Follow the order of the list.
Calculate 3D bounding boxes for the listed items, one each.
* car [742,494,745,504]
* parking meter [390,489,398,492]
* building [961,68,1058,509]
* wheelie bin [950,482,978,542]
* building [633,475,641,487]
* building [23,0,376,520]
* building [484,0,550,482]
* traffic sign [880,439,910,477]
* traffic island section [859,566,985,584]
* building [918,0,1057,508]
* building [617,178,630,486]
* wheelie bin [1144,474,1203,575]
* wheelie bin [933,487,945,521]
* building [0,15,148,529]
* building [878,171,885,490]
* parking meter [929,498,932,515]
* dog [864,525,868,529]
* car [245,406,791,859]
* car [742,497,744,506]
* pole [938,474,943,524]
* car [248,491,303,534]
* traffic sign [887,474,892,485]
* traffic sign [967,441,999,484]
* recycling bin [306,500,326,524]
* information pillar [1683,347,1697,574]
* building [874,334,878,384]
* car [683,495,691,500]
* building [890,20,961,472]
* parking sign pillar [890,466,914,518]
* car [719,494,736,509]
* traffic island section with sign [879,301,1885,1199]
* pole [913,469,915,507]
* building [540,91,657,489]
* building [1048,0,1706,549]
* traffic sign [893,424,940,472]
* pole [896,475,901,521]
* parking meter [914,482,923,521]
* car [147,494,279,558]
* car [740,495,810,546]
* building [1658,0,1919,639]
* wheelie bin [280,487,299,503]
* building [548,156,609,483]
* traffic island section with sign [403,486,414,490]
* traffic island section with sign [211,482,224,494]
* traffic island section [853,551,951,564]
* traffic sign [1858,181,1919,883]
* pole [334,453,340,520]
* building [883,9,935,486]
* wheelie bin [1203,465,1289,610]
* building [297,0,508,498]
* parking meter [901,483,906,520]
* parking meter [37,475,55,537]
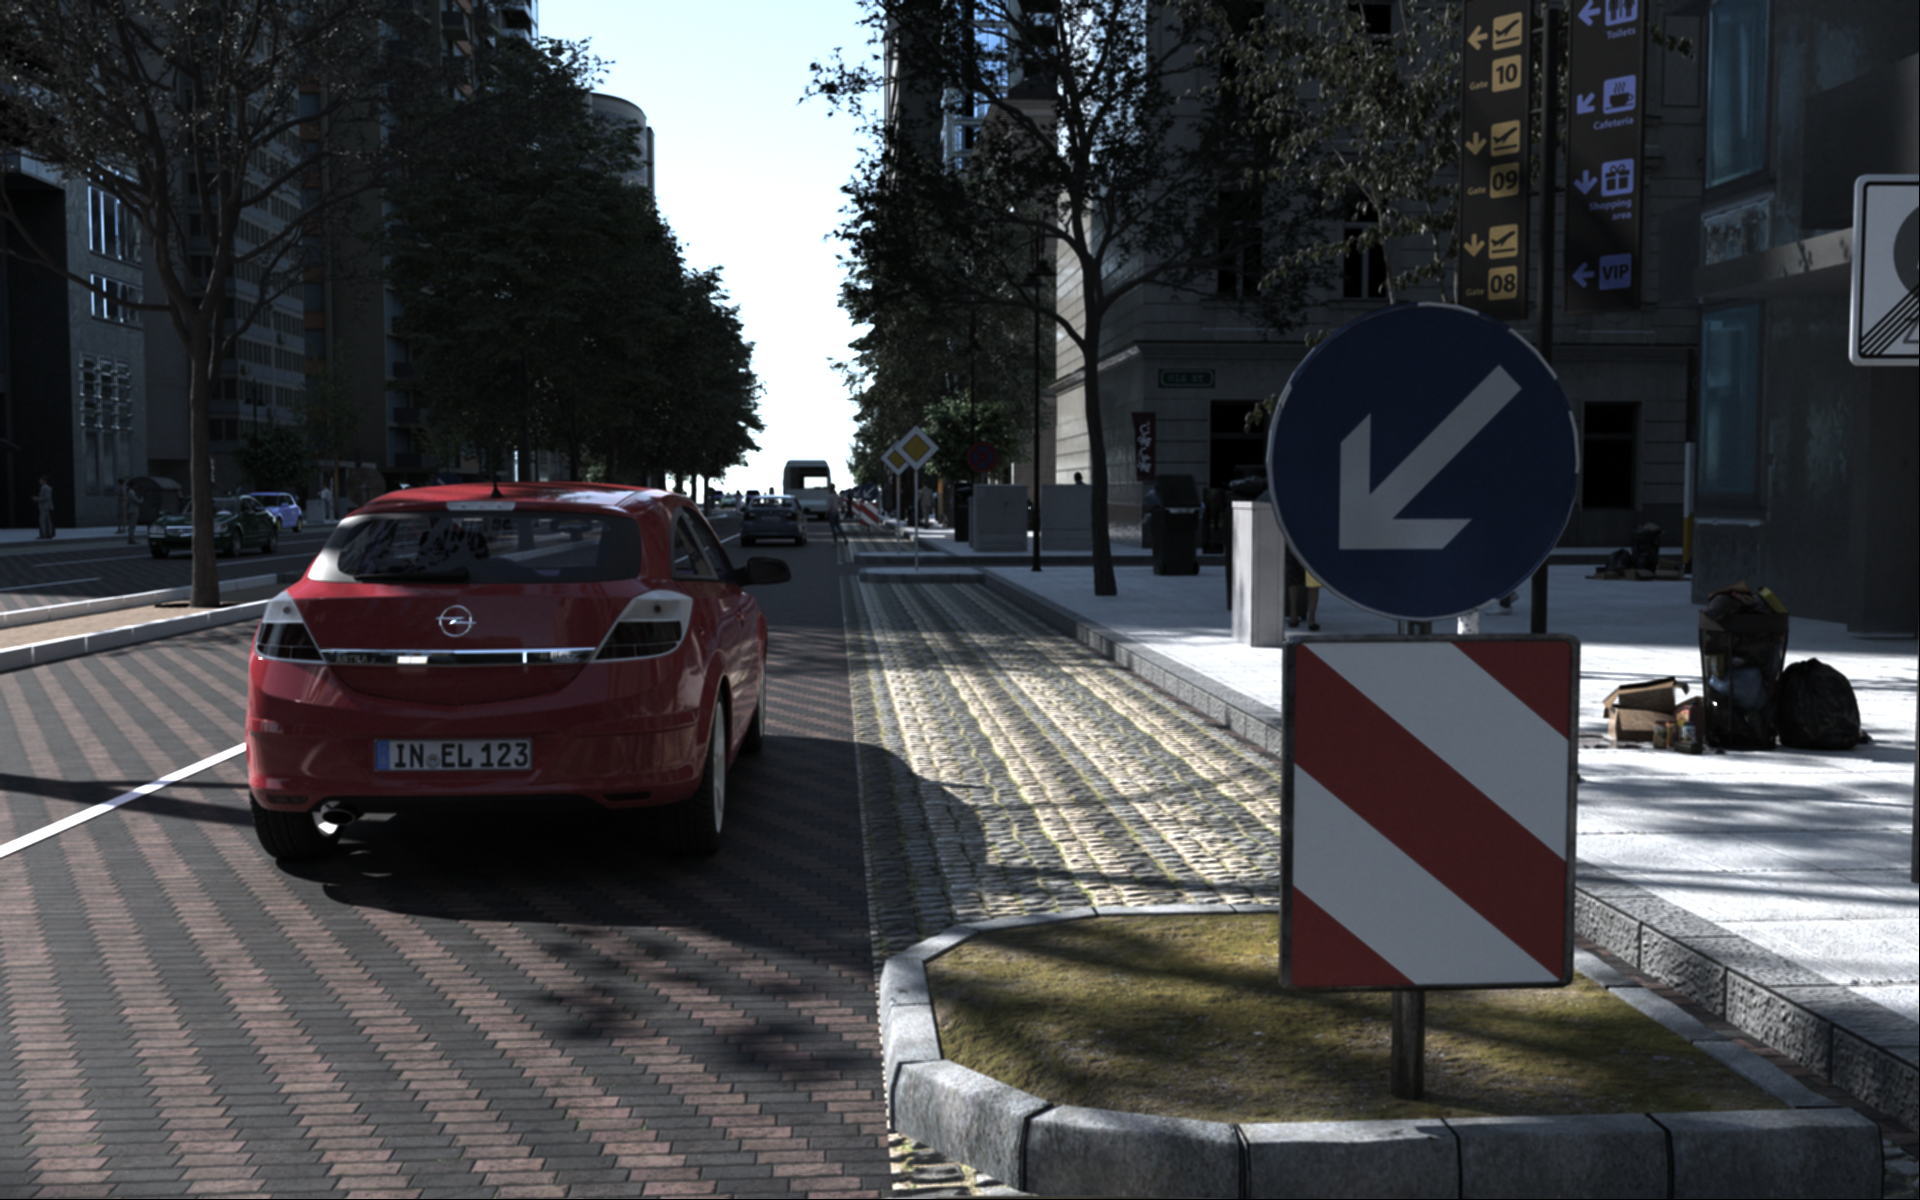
[{"bbox_3d":[-33.447,-15.275,261.752,2.014,1.417,4.499,0,4,-4],"label":"car"},{"bbox_3d":[-28.844,-4.889,88.344,0.372,1.533,0.369,0,3,0],"label":"parking meter"},{"bbox_3d":[5.138,-14.784,92.621,10.553,20.767,40.483,0,4,-4],"label":"building"},{"bbox_3d":[0.192,-2.380,46.824,0.980,1.594,0.693,0,4,7],"label":"wheelie bin"},{"bbox_3d":[-50.127,-28.132,231.654,14.160,30.474,14.107,0,4,-4],"label":"building"},{"bbox_3d":[-48.407,-24.315,89.427,32.217,40.220,23.993,0,4,-4],"label":"building"},{"bbox_3d":[-48.199,-51.296,151.368,22.319,86.520,31.000,0,4,-4],"label":"building"},{"bbox_3d":[-1.294,-2.123,36.899,0.795,2.593,0.064,0,4,-4],"label":"traffic sign"},{"bbox_3d":[-0.686,-0.412,29.020,2.009,0.180,2.903,0,4,-4],"label":"traffic island section"},{"bbox_3d":[7.203,-51.034,147.071,22.319,86.520,31.000,0,4,-4],"label":"building"},{"bbox_3d":[-49.530,-32.640,217.262,14.154,41.232,14.086,0,4,-4],"label":"building"},{"bbox_3d":[3.376,-1.199,27.507,0.980,1.594,0.693,-1,4,-15],"label":"wheelie bin"},{"bbox_3d":[-0.870,-4.535,82.058,0.693,1.594,0.980,2,4,34],"label":"wheelie bin"},{"bbox_3d":[-41.579,-45.279,52.989,22.319,86.520,31.000,0,4,-4],"label":"building"},{"bbox_3d":[-3.968,-35.726,234.233,14.600,45.320,14.200,0,4,-4],"label":"building"},{"bbox_3d":[-1.899,-6.078,107.784,0.372,1.533,0.369,0,3,0],"label":"parking meter"},{"bbox_3d":[-3.804,-3.134,70.533,0.406,0.507,0.540,-3,5,-45],"label":"dog"},{"bbox_3d":[-1.914,0.044,8.321,2.155,1.783,4.494,0,4,-3],"label":"car"},{"bbox_3d":[-25.810,-11.407,198.858,2.083,1.381,4.827,0,4,-3],"label":"car"},{"bbox_3d":[-0.833,-4.897,73.905,0.158,3.312,0.155,0,3,0],"label":"pole"},{"bbox_3d":[-25.140,-3.246,62.664,1.945,1.707,3.694,0,4,-4],"label":"car"},{"bbox_3d":[-4.135,-6.564,107.419,0.768,2.556,0.104,0,4,-3],"label":"traffic sign"},{"bbox_3d":[0.555,-2.557,41.910,0.768,2.556,0.104,0,4,3],"label":"traffic sign"},{"bbox_3d":[-28.175,-3.867,75.777,0.722,1.027,0.722,-1,4,-13],"label":"recycling bin"},{"bbox_3d":[11.852,-2.234,27.889,0.504,3.616,0.183,-2,4,-31],"label":"information pillar"},{"bbox_3d":[-1.453,-36.805,256.385,22.147,44.769,28.867,0,4,-4],"label":"building"},{"bbox_3d":[-31.706,-11.450,199.782,1.945,1.354,3.894,0,4,-5],"label":"car"},{"bbox_3d":[4.047,-33.688,174.504,21.300,48.544,21.600,0,4,-4],"label":"building"},{"bbox_3d":[-3.048,-6.363,92.505,1.447,3.967,1.447,-3,5,-42],"label":"parking sign pillar"},{"bbox_3d":[-22.817,-9.799,172.006,2.131,1.459,4.920,0,4,-5],"label":"car"},{"bbox_3d":[0.801,0.261,4.357,1.989,1.847,2.006,0,4,-4],"label":"traffic island section with sign"},{"bbox_3d":[-2.884,-7.136,110.509,0.158,3.312,0.155,0,3,0],"label":"pole"},{"bbox_3d":[-56.158,-43.439,252.220,21.231,58.520,28.212,0,4,-4],"label":"building"},{"bbox_3d":[25.076,-16.687,49.254,44.131,29.872,17.030,0,4,-4],"label":"building"},{"bbox_3d":[-0.709,-1.636,28.936,0.795,2.593,0.064,0,4,-4],"label":"traffic sign"},{"bbox_3d":[-2.933,-5.422,82.499,0.158,3.312,0.155,0,3,0],"label":"pole"},{"bbox_3d":[-1.989,-4.778,83.832,0.399,1.863,0.255,2,4,28],"label":"parking meter"},{"bbox_3d":[-17.336,-1.747,40.369,2.131,1.459,4.920,0,4,-6],"label":"car"},{"bbox_3d":[-5.265,-2.272,49.150,2.014,1.417,4.499,0,4,-3],"label":"car"},{"bbox_3d":[18.982,-23.678,6.739,23.786,49.044,30.456,0,4,-4],"label":"building"},{"bbox_3d":[-30.273,-4.287,77.998,0.980,1.594,0.693,-1,4,-16],"label":"wheelie bin"},{"bbox_3d":[-48.908,-31.780,203.193,14.154,41.232,14.086,0,4,-4],"label":"building"},{"bbox_3d":[-26.991,-4.653,84.702,1.989,1.847,2.006,0,4,-4],"label":"traffic island section with sign"},{"bbox_3d":[-25.003,-2.999,57.667,1.989,1.847,2.006,0,4,-4],"label":"traffic island section with sign"},{"bbox_3d":[-1.272,-0.899,36.984,2.009,0.180,2.903,0,4,-4],"label":"traffic island section"},{"bbox_3d":[3.172,-0.215,5.649,0.606,2.300,0.079,0,4,-1],"label":"traffic sign"},{"bbox_3d":[-30.804,-5.611,85.589,0.158,3.312,0.155,0,3,0],"label":"pole"},{"bbox_3d":[1.182,-41.025,212.749,21.231,58.520,28.212,0,4,-4],"label":"building"},{"bbox_3d":[3.307,-0.681,19.039,0.980,1.594,0.693,3,5,43],"label":"wheelie bin"},{"bbox_3d":[-44.986,-28.642,122.920,22.147,44.769,28.867,0,4,-4],"label":"building"},{"bbox_3d":[-2.856,-4.854,85.074,0.399,1.863,0.255,0,4,8],"label":"parking meter"},{"bbox_3d":[-27.272,-2.812,51.691,0.255,1.863,0.399,2,4,27],"label":"parking meter"}]
